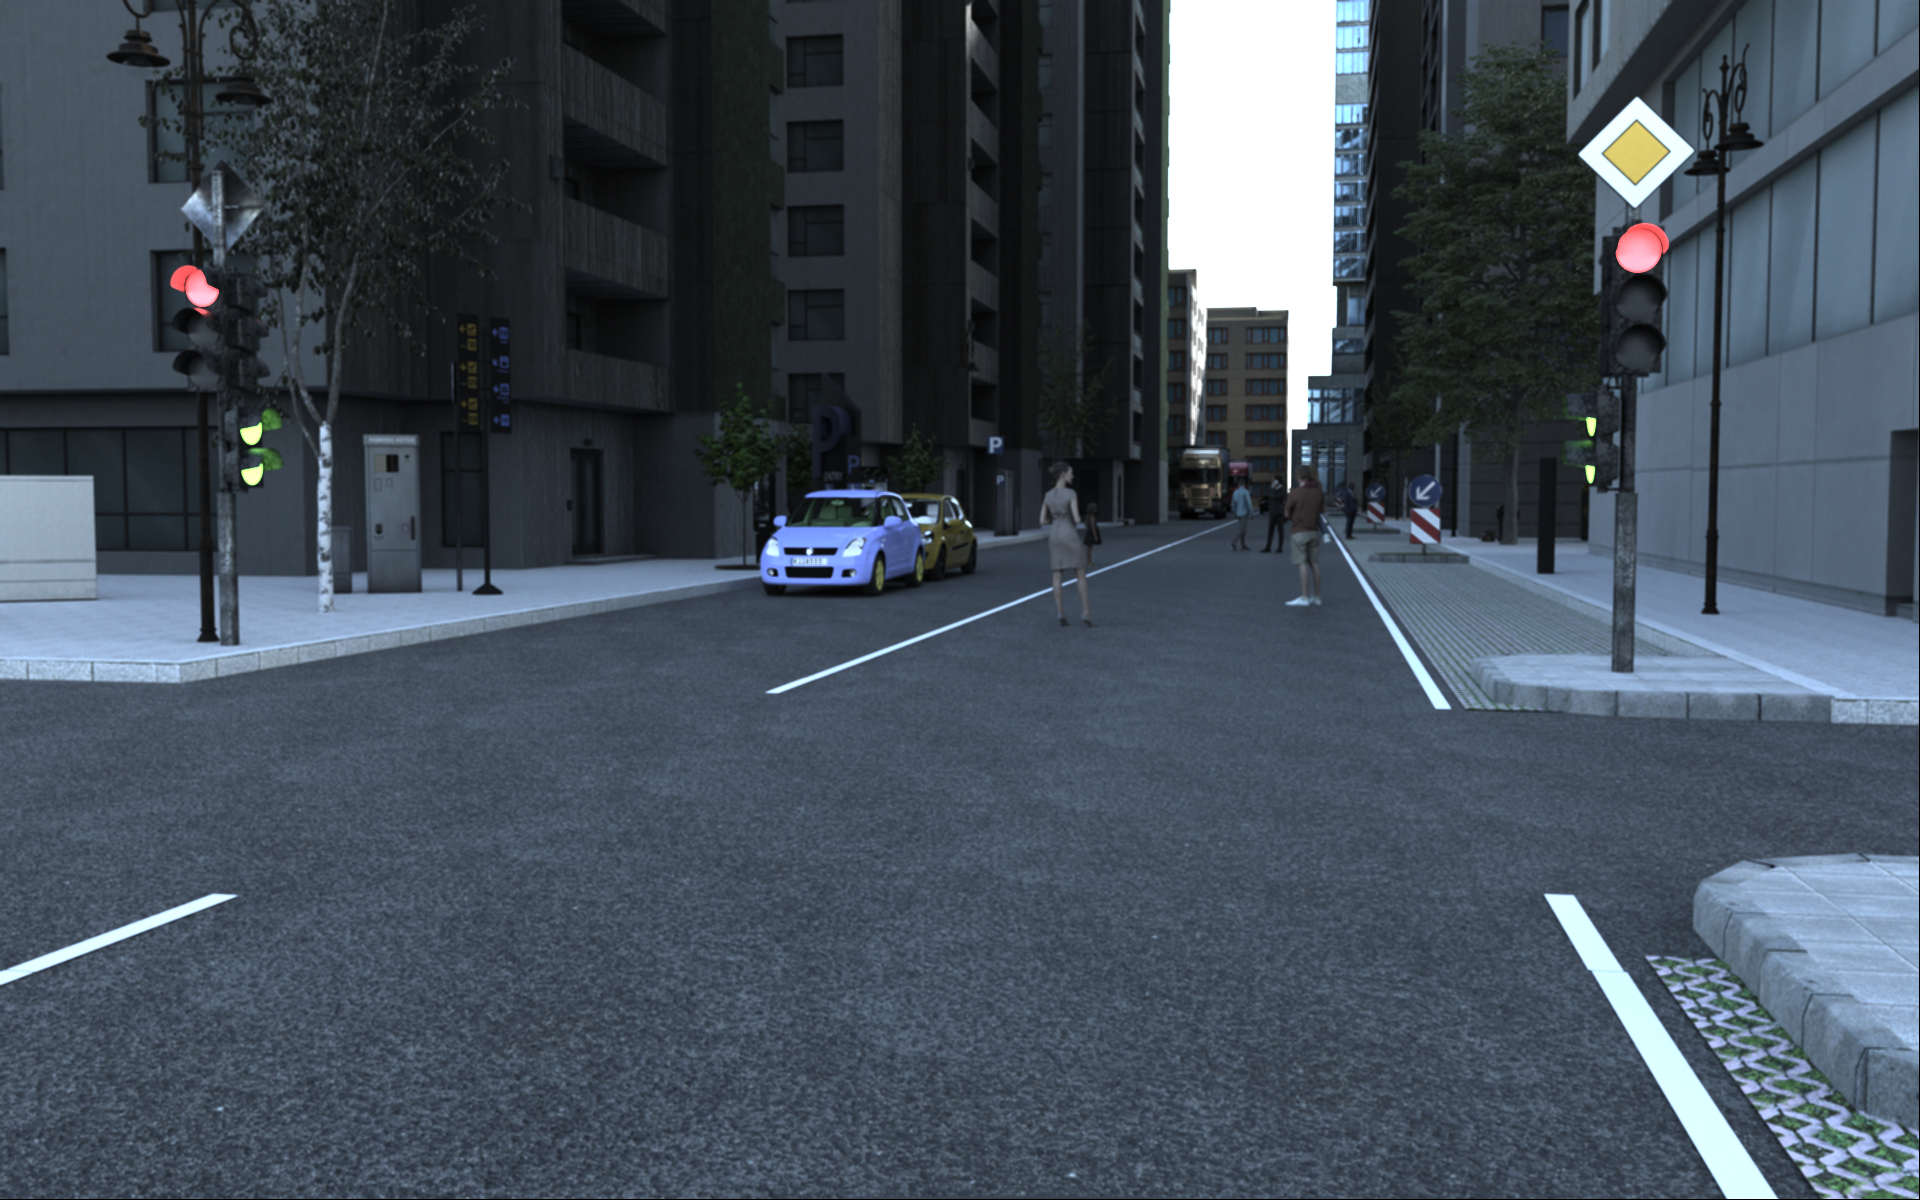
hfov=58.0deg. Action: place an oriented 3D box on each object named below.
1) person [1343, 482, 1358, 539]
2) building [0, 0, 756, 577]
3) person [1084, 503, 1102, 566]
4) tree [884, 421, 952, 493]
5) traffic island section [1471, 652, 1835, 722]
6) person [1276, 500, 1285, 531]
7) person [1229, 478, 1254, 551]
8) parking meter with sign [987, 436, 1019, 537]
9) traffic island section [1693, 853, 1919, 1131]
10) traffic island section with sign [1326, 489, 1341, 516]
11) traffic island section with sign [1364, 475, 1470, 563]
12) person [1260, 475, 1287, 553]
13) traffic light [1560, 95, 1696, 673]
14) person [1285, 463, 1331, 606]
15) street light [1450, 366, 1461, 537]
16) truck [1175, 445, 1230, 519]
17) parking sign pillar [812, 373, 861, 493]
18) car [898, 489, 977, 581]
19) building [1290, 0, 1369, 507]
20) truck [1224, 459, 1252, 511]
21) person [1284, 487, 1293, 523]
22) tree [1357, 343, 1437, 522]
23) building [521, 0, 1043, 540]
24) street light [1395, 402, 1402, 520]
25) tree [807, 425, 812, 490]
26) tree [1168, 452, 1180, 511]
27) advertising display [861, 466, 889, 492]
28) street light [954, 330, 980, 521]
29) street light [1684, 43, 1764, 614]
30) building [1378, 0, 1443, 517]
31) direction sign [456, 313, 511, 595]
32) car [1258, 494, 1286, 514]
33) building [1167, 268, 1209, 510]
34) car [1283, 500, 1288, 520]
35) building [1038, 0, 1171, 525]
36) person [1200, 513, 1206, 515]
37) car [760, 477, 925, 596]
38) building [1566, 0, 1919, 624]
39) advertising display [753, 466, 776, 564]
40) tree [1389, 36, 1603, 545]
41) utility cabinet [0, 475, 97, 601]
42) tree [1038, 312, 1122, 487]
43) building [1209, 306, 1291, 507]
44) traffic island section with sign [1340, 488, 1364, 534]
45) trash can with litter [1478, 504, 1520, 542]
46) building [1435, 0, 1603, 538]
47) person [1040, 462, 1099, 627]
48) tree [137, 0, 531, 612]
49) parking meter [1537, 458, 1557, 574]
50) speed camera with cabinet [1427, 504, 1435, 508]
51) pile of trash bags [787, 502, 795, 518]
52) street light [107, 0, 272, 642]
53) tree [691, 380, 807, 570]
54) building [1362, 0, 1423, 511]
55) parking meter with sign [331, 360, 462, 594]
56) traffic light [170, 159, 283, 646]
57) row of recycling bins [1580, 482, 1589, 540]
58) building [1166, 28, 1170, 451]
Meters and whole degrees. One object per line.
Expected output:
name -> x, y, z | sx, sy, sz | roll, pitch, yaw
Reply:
person -> 12.386, -2.832, 54.983 | 0.419, 1.800, 0.721 | 3, 4, 38
building -> -12.099, -15.947, 32.441 | 14.160, 30.474, 14.107 | 1, 4, 11
person -> 2.638, -1.296, 34.367 | 0.373, 1.253, 0.362 | 0, 4, 0
tree -> -1.275, -3.155, 46.194 | 1.663, 3.219, 1.824 | 0, 3, 0
traffic island section -> 4.805, 0.598, 12.503 | 2.009, 0.180, 2.903 | 1, 4, 11
person -> 12.383, -3.601, 67.712 | 0.374, 1.781, 0.599 | -2, 4, -35
person -> 7.047, -2.158, 43.641 | 0.748, 1.841, 0.638 | -1, 4, -23
parking meter with sign -> 1.352, -3.457, 52.780 | 0.543, 3.016, 1.738 | 1, 4, 19
traffic island section -> 3.229, 1.077, 4.675 | 2.009, 0.180, 2.903 | 1, 4, 11
traffic island section with sign -> 24.894, -6.339, 112.264 | 1.989, 1.847, 2.006 | 1, 4, 11
traffic island section with sign -> 9.680, -1.714, 36.649 | 1.989, 1.847, 2.006 | 1, 4, 11
person -> 7.689, -2.108, 42.328 | 0.474, 1.900, 0.648 | -2, 4, -27
traffic light -> 4.767, -1.436, 12.397 | 0.839, 4.253, 0.868 | 1, 4, 11
person -> 4.488, -0.849, 22.356 | 0.573, 1.828, 0.580 | 1, 4, 17
street light -> 14.867, -4.844, 51.993 | 0.468, 5.910, 1.993 | 1, 4, 11
truck -> 14.285, -6.869, 101.229 | 2.839, 4.237, 11.283 | 1, 4, 11
parking sign pillar -> -2.715, -3.032, 38.051 | 1.447, 3.967, 1.447 | -3, 5, -39
car -> -0.855, -1.200, 29.844 | 2.015, 1.641, 3.980 | 1, 4, 12
building -> 49.802, -52.766, 175.395 | 31.000, 86.520, 22.319 | 1, 4, 11
truck -> 22.445, -9.312, 141.169 | 2.839, 4.237, 11.283 | 1, 4, 11
person -> 16.498, -4.720, 86.077 | 0.834, 1.777, 0.661 | 2, 4, 25
tree -> 20.719, -7.973, 80.727 | 4.737, 8.622, 4.395 | 0, 3, 0
building -> -5.154, -17.578, 59.096 | 14.160, 30.474, 14.107 | 1, 4, 11
street light -> 21.581, -6.883, 85.317 | 0.468, 5.910, 1.993 | 1, 4, 11
tree -> -3.786, -2.829, 40.859 | 1.663, 3.219, 1.824 | 0, 3, 0
tree -> 16.357, -9.129, 132.979 | 4.285, 4.588, 4.351 | 0, 3, 0
advertising display -> -2.130, -2.147, 40.315 | 0.974, 1.923, 0.123 | 0, 4, 6
street light -> 0.209, -4.653, 48.858 | 0.468, 5.910, 1.993 | 1, 4, 11
street light -> 8.044, -2.789, 18.392 | 0.468, 5.910, 1.993 | 1, 4, 11
building -> 34.813, -40.275, 96.754 | 20.563, 71.187, 20.611 | 1, 4, 11
direction sign -> -6.053, -1.840, 22.086 | 0.379, 3.537, 0.876 | 2, 4, 32
car -> 22.301, -6.976, 123.848 | 2.009, 1.686, 4.222 | 1, 4, 10
building -> 6.239, -18.784, 152.153 | 28.899, 21.520, 27.650 | 1, 4, 11
car -> 18.935, -5.285, 96.634 | 2.015, 1.641, 3.980 | 1, 4, 13
building -> 2.289, -24.315, 81.149 | 14.154, 41.232, 14.086 | 1, 4, 11
person -> 16.485, -6.667, 117.959 | 0.568, 1.767, 0.683 | -3, 4, -36
car -> -1.692, -0.977, 25.559 | 1.945, 1.707, 3.694 | 1, 4, 12
building -> 22.845, -26.335, 19.817 | 27.495, 52.752, 28.713 | 1, 4, 11
advertising display -> -3.578, -1.619, 31.681 | 0.123, 1.923, 0.974 | -2, 4, -24
tree -> 14.320, -7.678, 43.663 | 7.486, 12.596, 7.792 | 0, 3, 0
utility cabinet -> -11.009, -0.738, 20.738 | 1.173, 1.500, 0.318 | -2, 4, -27
tree -> 4.321, -7.386, 71.131 | 4.737, 8.622, 4.395 | 0, 3, 0
building -> 20.352, -20.784, 184.854 | 28.899, 21.520, 27.650 | 1, 4, 11
traffic island section with sign -> 14.996, -3.330, 63.077 | 1.989, 1.847, 2.006 | 1, 4, 11
trash can with litter -> 14.428, -2.141, 46.396 | 1.055, 1.170, 0.624 | 2, 4, 34
building -> 27.981, -31.725, 60.704 | 21.231, 58.520, 28.212 | 1, 4, 11
person -> 1.183, -0.607, 18.768 | 0.599, 1.781, 0.374 | 3, 5, 39
tree -> -6.875, -4.188, 18.839 | 4.360, 8.622, 3.978 | 0, 3, 0
parking meter -> 9.477, -1.362, 27.972 | 0.255, 1.863, 0.399 | 1, 4, 17
speed camera with cabinet -> 23.577, -5.470, 83.766 | 2.038, 3.252, 0.660 | 0, 4, 4
pile of trash bags -> -5.268, -2.238, 46.343 | 3.447, 1.369, 1.912 | -3, 5, -41
street light -> -6.542, -2.576, 14.898 | 0.468, 5.910, 1.993 | 1, 4, 11
tree -> -3.829, -2.144, 29.649 | 1.663, 3.219, 1.824 | 0, 3, 0
building -> 39.062, -30.256, 118.386 | 21.300, 48.544, 21.600 | 1, 4, 11
parking meter with sign -> -7.388, -1.606, 22.518 | 1.738, 3.016, 0.543 | -1, 4, -18
traffic light -> -6.179, -1.569, 14.575 | 0.839, 4.253, 0.868 | 1, 4, 11
row of recycling bins -> 17.394, -2.423, 46.730 | 1.069, 1.692, 3.534 | 1, 4, 15
building -> 7.411, -28.957, 123.564 | 14.600, 45.320, 14.200 | 1, 4, 11
